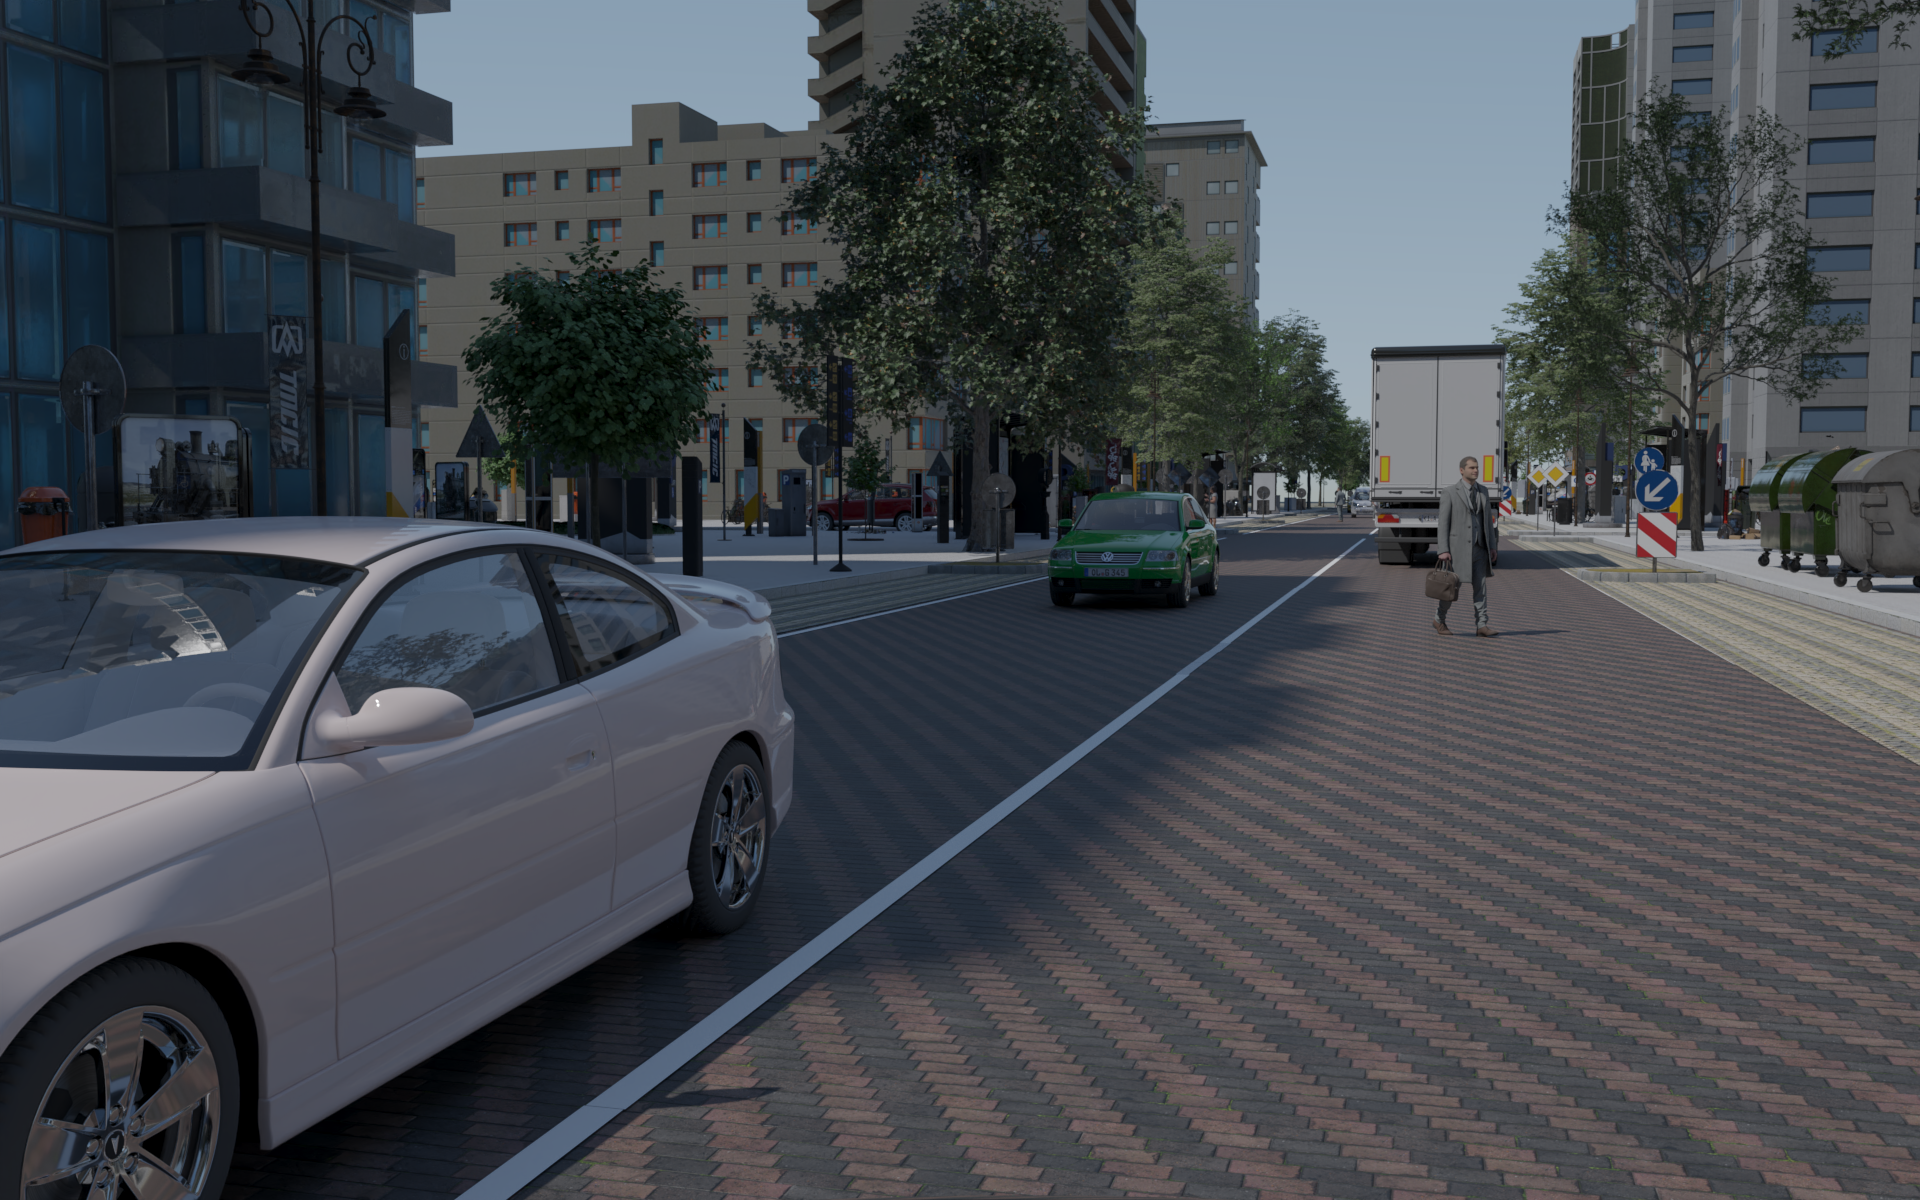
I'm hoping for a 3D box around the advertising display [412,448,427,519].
[{"bbox_3d":[-7.701,-1.159,24.158,0.123,1.923,0.974,0,4,7],"label":"advertising display"}]

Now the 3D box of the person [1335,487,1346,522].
[{"bbox_3d":[19.602,-4.936,89.309,0.635,1.810,0.391,-3,5,-41],"label":"person"}]

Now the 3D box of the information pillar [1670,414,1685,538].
[{"bbox_3d":[20.914,-3.620,50.547,0.183,3.616,0.504,-1,4,-14],"label":"information pillar"}]

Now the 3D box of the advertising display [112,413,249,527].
[{"bbox_3d":[-6.317,-0.540,14.047,0.974,1.923,0.123,-3,5,-42],"label":"advertising display"}]

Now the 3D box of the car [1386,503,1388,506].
[{"bbox_3d":[20.074,-3.980,77.434,2.083,1.381,4.827,1,4,16],"label":"car"}]

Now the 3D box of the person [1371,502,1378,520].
[{"bbox_3d":[22.578,-5.076,94.081,0.523,1.515,0.503,1,4,12],"label":"person"}]

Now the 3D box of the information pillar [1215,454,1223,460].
[{"bbox_3d":[14.369,-6.408,96.119,0.504,3.616,0.183,3,4,36],"label":"information pillar"}]

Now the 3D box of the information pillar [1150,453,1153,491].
[{"bbox_3d":[10.662,-6.431,96.502,0.183,3.616,0.504,0,4,-1],"label":"information pillar"}]

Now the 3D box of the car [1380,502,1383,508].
[{"bbox_3d":[38.019,-8.963,156.770,2.015,1.641,3.980,1,4,17],"label":"car"}]

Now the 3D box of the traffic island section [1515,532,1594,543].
[{"bbox_3d":[18.062,-1.853,52.579,2.009,0.180,2.903,1,4,15],"label":"traffic island section"}]

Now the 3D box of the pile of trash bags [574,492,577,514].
[{"bbox_3d":[-25.892,-6.751,120.137,1.912,1.369,3.447,2,4,33],"label":"pile of trash bags"}]

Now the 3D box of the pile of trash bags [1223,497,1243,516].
[{"bbox_3d":[14.865,-5.579,100.969,1.912,1.369,3.447,-3,5,-44],"label":"pile of trash bags"}]

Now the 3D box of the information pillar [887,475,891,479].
[{"bbox_3d":[-2.895,-3.833,67.165,0.304,2.012,0.304,-2,4,-30],"label":"information pillar"}]

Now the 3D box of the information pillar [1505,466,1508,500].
[{"bbox_3d":[39.161,-8.114,124.013,0.183,3.616,0.504,3,4,38],"label":"information pillar"}]

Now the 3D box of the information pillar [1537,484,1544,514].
[{"bbox_3d":[36.691,-6.423,109.514,0.304,2.012,0.304,0,4,5],"label":"information pillar"}]

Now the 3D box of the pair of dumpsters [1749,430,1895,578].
[{"bbox_3d":[14.184,-1.586,28.426,1.574,2.255,4.437,1,4,15],"label":"pair of dumpsters"}]

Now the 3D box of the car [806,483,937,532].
[{"bbox_3d":[-3.059,-3.263,62.024,5.304,1.827,2.281,1,4,16],"label":"car"}]

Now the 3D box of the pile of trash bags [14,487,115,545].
[{"bbox_3d":[-10.653,-0.761,22.201,1.912,1.369,3.447,1,4,13],"label":"pile of trash bags"}]

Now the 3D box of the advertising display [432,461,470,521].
[{"bbox_3d":[-10.124,-1.794,34.551,0.974,1.923,0.123,3,4,38],"label":"advertising display"}]

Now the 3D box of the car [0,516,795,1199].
[{"bbox_3d":[-1.942,0.475,4.602,2.083,1.381,4.827,1,4,15],"label":"car"}]

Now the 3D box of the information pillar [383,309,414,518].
[{"bbox_3d":[-7.038,-1.859,21.754,0.183,3.616,0.504,1,4,15],"label":"information pillar"}]

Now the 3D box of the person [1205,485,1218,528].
[{"bbox_3d":[9.742,-3.580,67.393,0.532,1.782,0.716,0,4,1],"label":"person"}]

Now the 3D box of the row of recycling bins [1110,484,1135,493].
[{"bbox_3d":[6.636,-3.874,70.445,1.069,1.692,3.534,0,4,3],"label":"row of recycling bins"}]

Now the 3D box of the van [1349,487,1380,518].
[{"bbox_3d":[24.641,-6.004,105.183,2.013,2.044,4.112,1,4,14],"label":"van"}]

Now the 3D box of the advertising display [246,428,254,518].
[{"bbox_3d":[-7.284,-0.714,16.884,0.974,1.923,0.123,2,4,25],"label":"advertising display"}]

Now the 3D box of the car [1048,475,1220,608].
[{"bbox_3d":[2.418,-0.893,23.404,1.959,1.807,4.718,1,4,16],"label":"car"}]

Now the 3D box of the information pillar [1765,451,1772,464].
[{"bbox_3d":[43.793,-6.272,93.898,0.504,3.616,0.183,-3,4,-36],"label":"information pillar"}]

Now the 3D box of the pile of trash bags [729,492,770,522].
[{"bbox_3d":[-9.474,-4.273,79.609,1.912,1.369,3.447,0,4,8],"label":"pile of trash bags"}]

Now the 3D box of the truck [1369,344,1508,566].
[{"bbox_3d":[10.609,-3.005,38.053,2.839,4.237,11.283,1,4,17],"label":"truck"}]

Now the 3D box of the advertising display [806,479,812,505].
[{"bbox_3d":[-6.537,-4.183,73.613,0.123,1.923,0.974,2,4,34],"label":"advertising display"}]

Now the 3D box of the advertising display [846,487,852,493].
[{"bbox_3d":[-4.062,-3.884,68.712,0.974,1.923,0.123,-2,4,-35],"label":"advertising display"}]

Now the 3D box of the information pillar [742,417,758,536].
[{"bbox_3d":[-6.367,-3.746,52.599,0.504,3.616,0.183,2,4,32],"label":"information pillar"}]

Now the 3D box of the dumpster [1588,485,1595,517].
[{"bbox_3d":[35.886,-5.581,97.006,1.264,1.857,1.865,1,4,15],"label":"dumpster"}]

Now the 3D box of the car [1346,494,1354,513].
[{"bbox_3d":[30.629,-7.503,132.900,2.015,1.641,3.980,1,4,15],"label":"car"}]

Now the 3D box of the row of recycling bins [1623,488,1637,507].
[{"bbox_3d":[43.007,-6.362,111.135,1.069,1.692,3.534,2,4,23],"label":"row of recycling bins"}]

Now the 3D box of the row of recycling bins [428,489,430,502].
[{"bbox_3d":[-43.178,-8.404,144.525,1.069,1.692,3.534,3,4,39],"label":"row of recycling bins"}]

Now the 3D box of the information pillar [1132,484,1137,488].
[{"bbox_3d":[12.212,-7.133,121.119,0.304,2.012,0.304,0,4,-8],"label":"information pillar"}]

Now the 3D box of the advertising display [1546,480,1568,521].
[{"bbox_3d":[28.157,-4.681,81.741,0.974,1.923,0.123,3,5,40],"label":"advertising display"}]

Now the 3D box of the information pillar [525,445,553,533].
[{"bbox_3d":[-5.977,-1.230,24.607,0.304,2.012,0.304,-2,4,-35],"label":"information pillar"}]

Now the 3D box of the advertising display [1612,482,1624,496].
[{"bbox_3d":[33.730,-5.146,89.348,0.974,1.923,0.123,-1,4,-9],"label":"advertising display"}]

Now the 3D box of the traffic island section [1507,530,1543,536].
[{"bbox_3d":[20.129,-2.325,60.293,2.009,0.180,2.903,1,4,15],"label":"traffic island section"}]

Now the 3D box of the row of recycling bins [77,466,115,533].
[{"bbox_3d":[-12.767,-1.203,26.787,1.069,1.692,3.534,-1,4,-13],"label":"row of recycling bins"}]

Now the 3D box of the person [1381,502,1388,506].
[{"bbox_3d":[32.176,-7.482,130.842,0.660,1.820,0.620,-2,4,-26],"label":"person"}]

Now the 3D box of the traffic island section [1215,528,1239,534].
[{"bbox_3d":[9.078,-2.506,63.249,2.009,0.180,2.903,1,4,15],"label":"traffic island section"}]

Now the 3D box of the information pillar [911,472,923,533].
[{"bbox_3d":[-1.434,-3.266,57.895,0.304,2.012,0.304,-1,4,-21],"label":"information pillar"}]

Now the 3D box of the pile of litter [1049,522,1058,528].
[{"bbox_3d":[2.901,-3.117,64.933,1.719,0.858,1.176,1,4,15],"label":"pile of litter"}]

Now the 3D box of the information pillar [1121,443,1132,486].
[{"bbox_3d":[7.152,-5.085,74.502,0.504,3.616,0.183,-2,4,-23],"label":"information pillar"}]

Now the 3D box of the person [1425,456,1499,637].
[{"bbox_3d":[5.102,-0.541,17.442,0.694,1.812,0.767,-1,4,-19],"label":"person"}]

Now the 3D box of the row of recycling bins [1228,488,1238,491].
[{"bbox_3d":[18.605,-7.020,121.889,1.069,1.692,3.534,-1,4,-17],"label":"row of recycling bins"}]

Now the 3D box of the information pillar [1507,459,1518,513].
[{"bbox_3d":[37.041,-7.610,115.780,0.504,3.616,0.183,-2,4,-25],"label":"information pillar"}]

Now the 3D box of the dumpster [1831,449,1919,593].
[{"bbox_3d":[12.436,-1.054,22.999,1.264,1.857,1.865,1,4,15],"label":"dumpster"}]
